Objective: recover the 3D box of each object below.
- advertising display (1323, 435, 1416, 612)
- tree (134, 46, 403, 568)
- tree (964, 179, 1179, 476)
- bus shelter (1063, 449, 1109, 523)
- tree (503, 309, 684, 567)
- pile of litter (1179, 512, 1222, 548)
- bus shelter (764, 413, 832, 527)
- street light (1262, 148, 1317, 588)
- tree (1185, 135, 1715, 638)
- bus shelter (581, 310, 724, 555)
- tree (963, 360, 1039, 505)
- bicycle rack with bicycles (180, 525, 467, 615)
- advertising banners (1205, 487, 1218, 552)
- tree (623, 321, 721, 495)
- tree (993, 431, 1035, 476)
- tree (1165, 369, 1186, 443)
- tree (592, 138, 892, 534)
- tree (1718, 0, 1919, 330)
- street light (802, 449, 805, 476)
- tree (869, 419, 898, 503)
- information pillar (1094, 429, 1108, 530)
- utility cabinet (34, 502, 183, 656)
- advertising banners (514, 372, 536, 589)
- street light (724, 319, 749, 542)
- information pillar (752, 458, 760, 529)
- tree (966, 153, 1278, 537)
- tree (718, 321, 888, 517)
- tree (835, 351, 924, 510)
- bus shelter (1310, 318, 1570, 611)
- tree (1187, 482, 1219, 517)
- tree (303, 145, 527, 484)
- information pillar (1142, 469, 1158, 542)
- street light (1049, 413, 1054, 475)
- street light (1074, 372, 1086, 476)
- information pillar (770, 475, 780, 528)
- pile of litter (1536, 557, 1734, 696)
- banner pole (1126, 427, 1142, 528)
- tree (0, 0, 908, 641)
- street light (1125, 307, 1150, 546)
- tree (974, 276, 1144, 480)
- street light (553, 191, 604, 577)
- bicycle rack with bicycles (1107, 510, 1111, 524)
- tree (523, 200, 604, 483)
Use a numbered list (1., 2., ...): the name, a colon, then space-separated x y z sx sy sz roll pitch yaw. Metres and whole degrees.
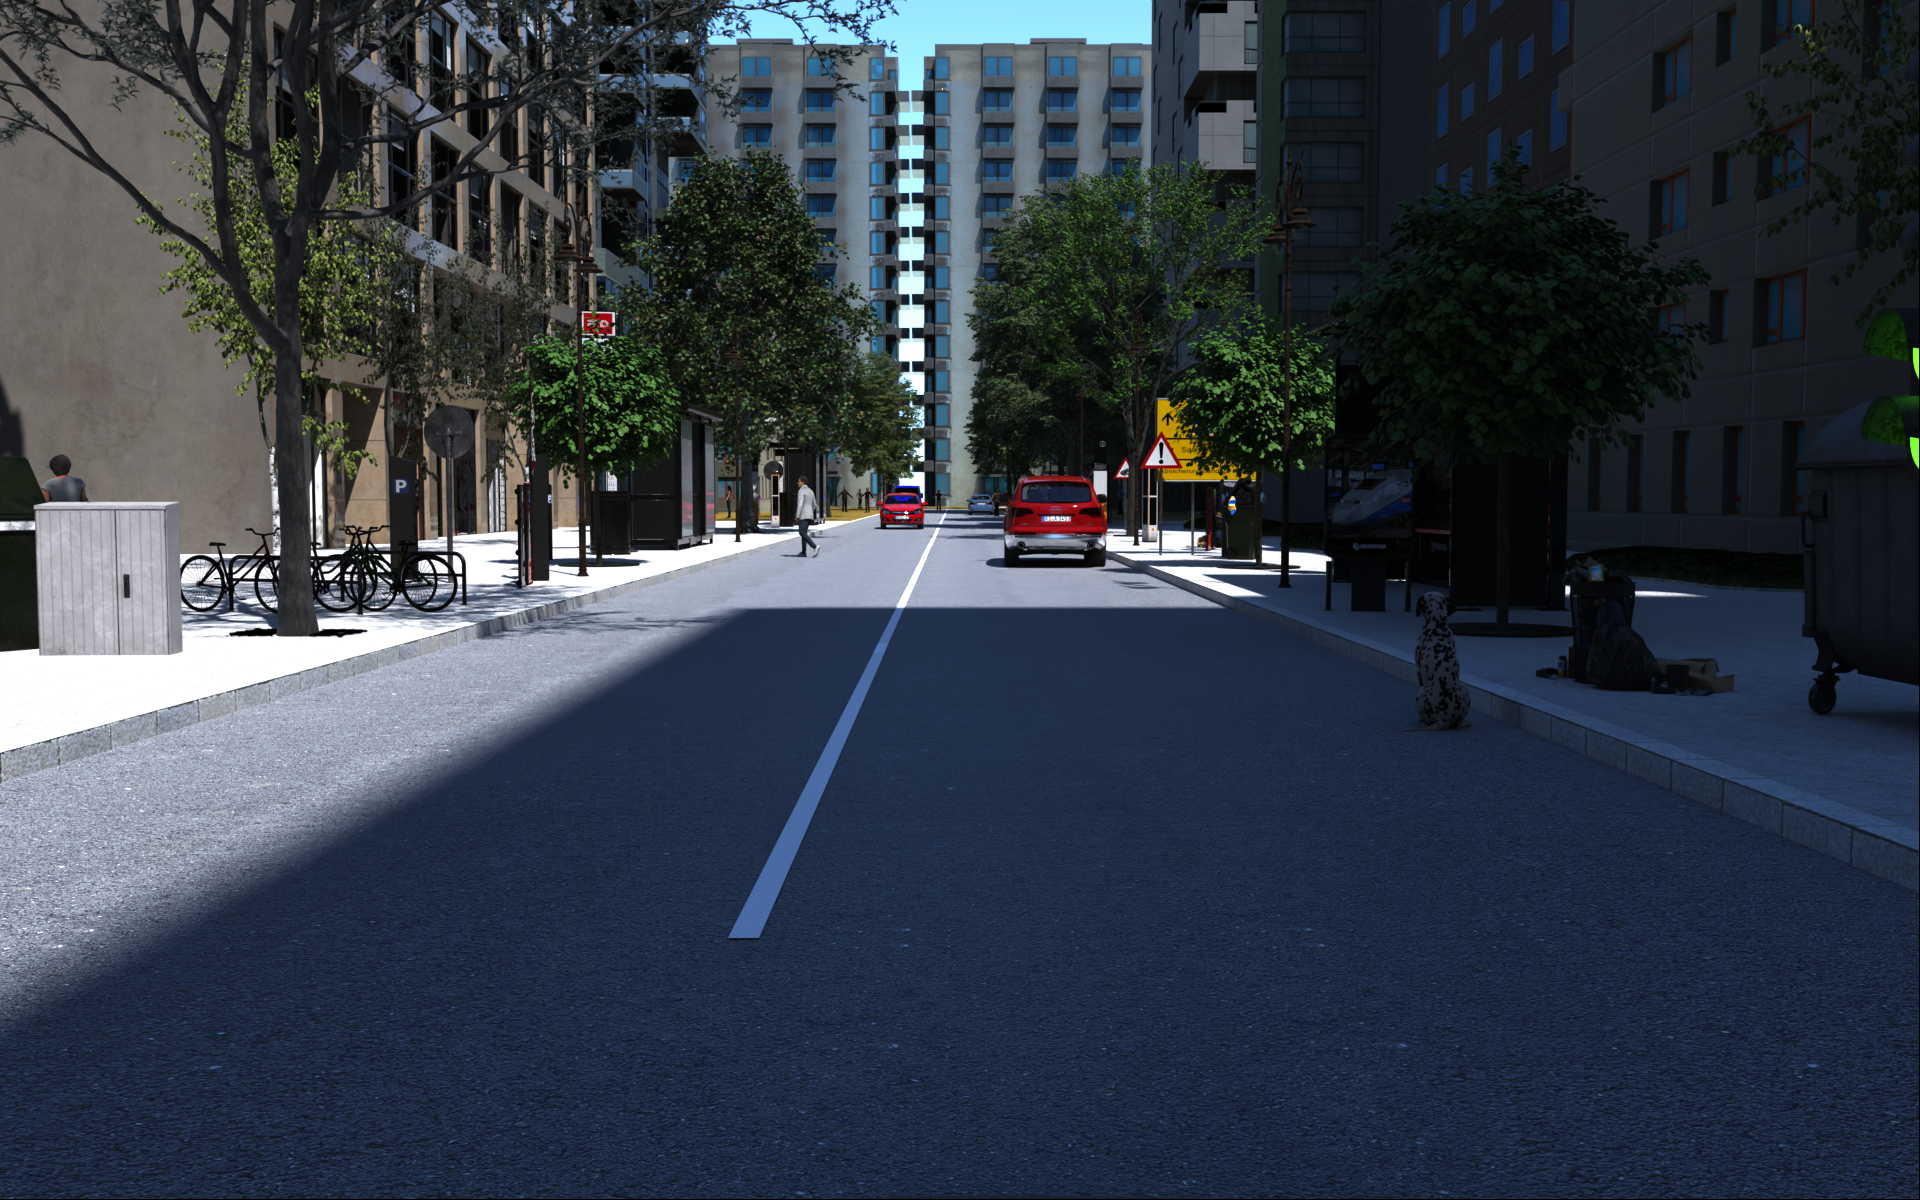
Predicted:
1. advertising display: 4.471 -0.838 18.915 0.974 1.923 0.123 1 4 13
2. tree: -11.387 -4.791 28.696 4.737 8.622 4.395 0 3 0
3. tree: 4.709 -10.021 70.492 9.857 13.997 8.962 0 3 0
4. bus shelter: 5.891 -5.246 79.696 2.014 3.302 5.546 0 3 0
5. tree: -6.490 -2.894 31.025 4.285 4.588 4.351 0 3 0
6. pile of litter: 6.199 -1.688 41.571 1.719 0.858 1.176 1 4 23
7. bus shelter: -6.721 -5.755 71.732 2.179 5.291 8.768 0 4 0
8. street light: 4.459 -3.108 23.606 0.468 5.910 1.993 0 4 0
9. tree: 5.024 -1.981 16.109 4.285 4.588 4.351 0 3 0
10. bus shelter: -7.200 -3.851 40.602 2.179 5.291 8.768 0 4 0
11. tree: 3.706 -13.685 141.872 7.486 12.596 7.792 0 3 0
12. bicycle rack with bicycles: -6.773 -0.364 19.340 2.925 0.926 2.852 1 4 22
13. advertising banners: 5.626 -2.622 39.065 0.090 3.025 2.074 1 4 17
14. tree: -10.860 -7.363 70.752 4.737 8.622 4.395 0 3 0
15. tree: 4.164 -9.613 107.537 4.360 8.622 3.978 0 3 0
16. tree: 5.203 -2.836 30.086 4.285 4.588 4.351 0 3 0
17. tree: -7.035 -8.520 56.312 9.611 12.733 9.660 0 3 0
18. tree: 9.633 -4.022 16.124 4.737 8.622 4.395 0 3 0
19. street light: -5.924 -5.676 65.583 0.468 5.910 1.993 0 4 0
20. tree: -6.652 -12.071 147.717 4.737 8.622 4.395 0 3 0
21. information pillar: 5.025 -4.311 61.836 0.504 3.616 0.183 1 4 17
22. utility cabinet: -6.810 -0.165 13.861 1.020 1.237 0.306 0 4 -3
23. advertising banners: -6.093 -1.723 24.367 0.090 3.025 2.074 0 4 -7
24. street light: -5.919 -4.477 45.982 0.468 5.910 1.993 0 4 0
25. information pillar: -7.630 -4.418 63.584 0.504 3.616 0.183 -1 4 -9
26. tree: 5.360 -7.724 52.038 9.928 11.665 9.643 0 3 0
27. tree: -7.359 -9.029 82.039 7.601 10.594 8.767 3 4 36
28. tree: -6.821 -13.403 137.271 7.486 12.596 7.792 0 3 0
29. bus shelter: 5.913 -1.881 22.040 1.731 3.624 6.357 0 3 0
30. tree: 10.718 -5.018 76.653 1.663 3.219 1.824 0 3 0
31. tree: -11.875 -5.293 36.902 4.360 8.622 3.978 0 3 0
32. information pillar: 5.045 -2.539 46.009 0.304 2.012 0.304 -2 4 -28
33. street light: 4.235 -6.631 81.199 0.468 5.910 1.993 0 4 0
34. street light: 4.353 -5.461 62.070 0.468 5.910 1.993 0 4 0
35. information pillar: -7.039 -3.755 65.883 0.304 2.012 0.304 -1 4 -15
36. pile of litter: 4.598 0.130 11.843 1.176 0.858 1.719 0 4 8
37. banner pole: 6.578 -4.584 64.968 0.863 3.779 0.401 3 4 36
38. tree: -6.078 -6.412 15.209 12.009 13.543 11.850 0 3 0
39. street light: 4.389 -4.291 42.940 0.468 5.910 1.993 0 4 0
40. tree: 5.196 -10.595 90.244 9.611 12.733 9.660 0 3 0
41. street light: -5.886 -3.307 26.852 0.468 5.910 1.993 0 4 0
42. bicycle rack with bicycles: 5.264 -3.750 74.701 2.852 0.926 2.925 -2 4 -23
43. tree: -10.995 -5.656 42.844 4.360 8.622 3.978 0 3 0
